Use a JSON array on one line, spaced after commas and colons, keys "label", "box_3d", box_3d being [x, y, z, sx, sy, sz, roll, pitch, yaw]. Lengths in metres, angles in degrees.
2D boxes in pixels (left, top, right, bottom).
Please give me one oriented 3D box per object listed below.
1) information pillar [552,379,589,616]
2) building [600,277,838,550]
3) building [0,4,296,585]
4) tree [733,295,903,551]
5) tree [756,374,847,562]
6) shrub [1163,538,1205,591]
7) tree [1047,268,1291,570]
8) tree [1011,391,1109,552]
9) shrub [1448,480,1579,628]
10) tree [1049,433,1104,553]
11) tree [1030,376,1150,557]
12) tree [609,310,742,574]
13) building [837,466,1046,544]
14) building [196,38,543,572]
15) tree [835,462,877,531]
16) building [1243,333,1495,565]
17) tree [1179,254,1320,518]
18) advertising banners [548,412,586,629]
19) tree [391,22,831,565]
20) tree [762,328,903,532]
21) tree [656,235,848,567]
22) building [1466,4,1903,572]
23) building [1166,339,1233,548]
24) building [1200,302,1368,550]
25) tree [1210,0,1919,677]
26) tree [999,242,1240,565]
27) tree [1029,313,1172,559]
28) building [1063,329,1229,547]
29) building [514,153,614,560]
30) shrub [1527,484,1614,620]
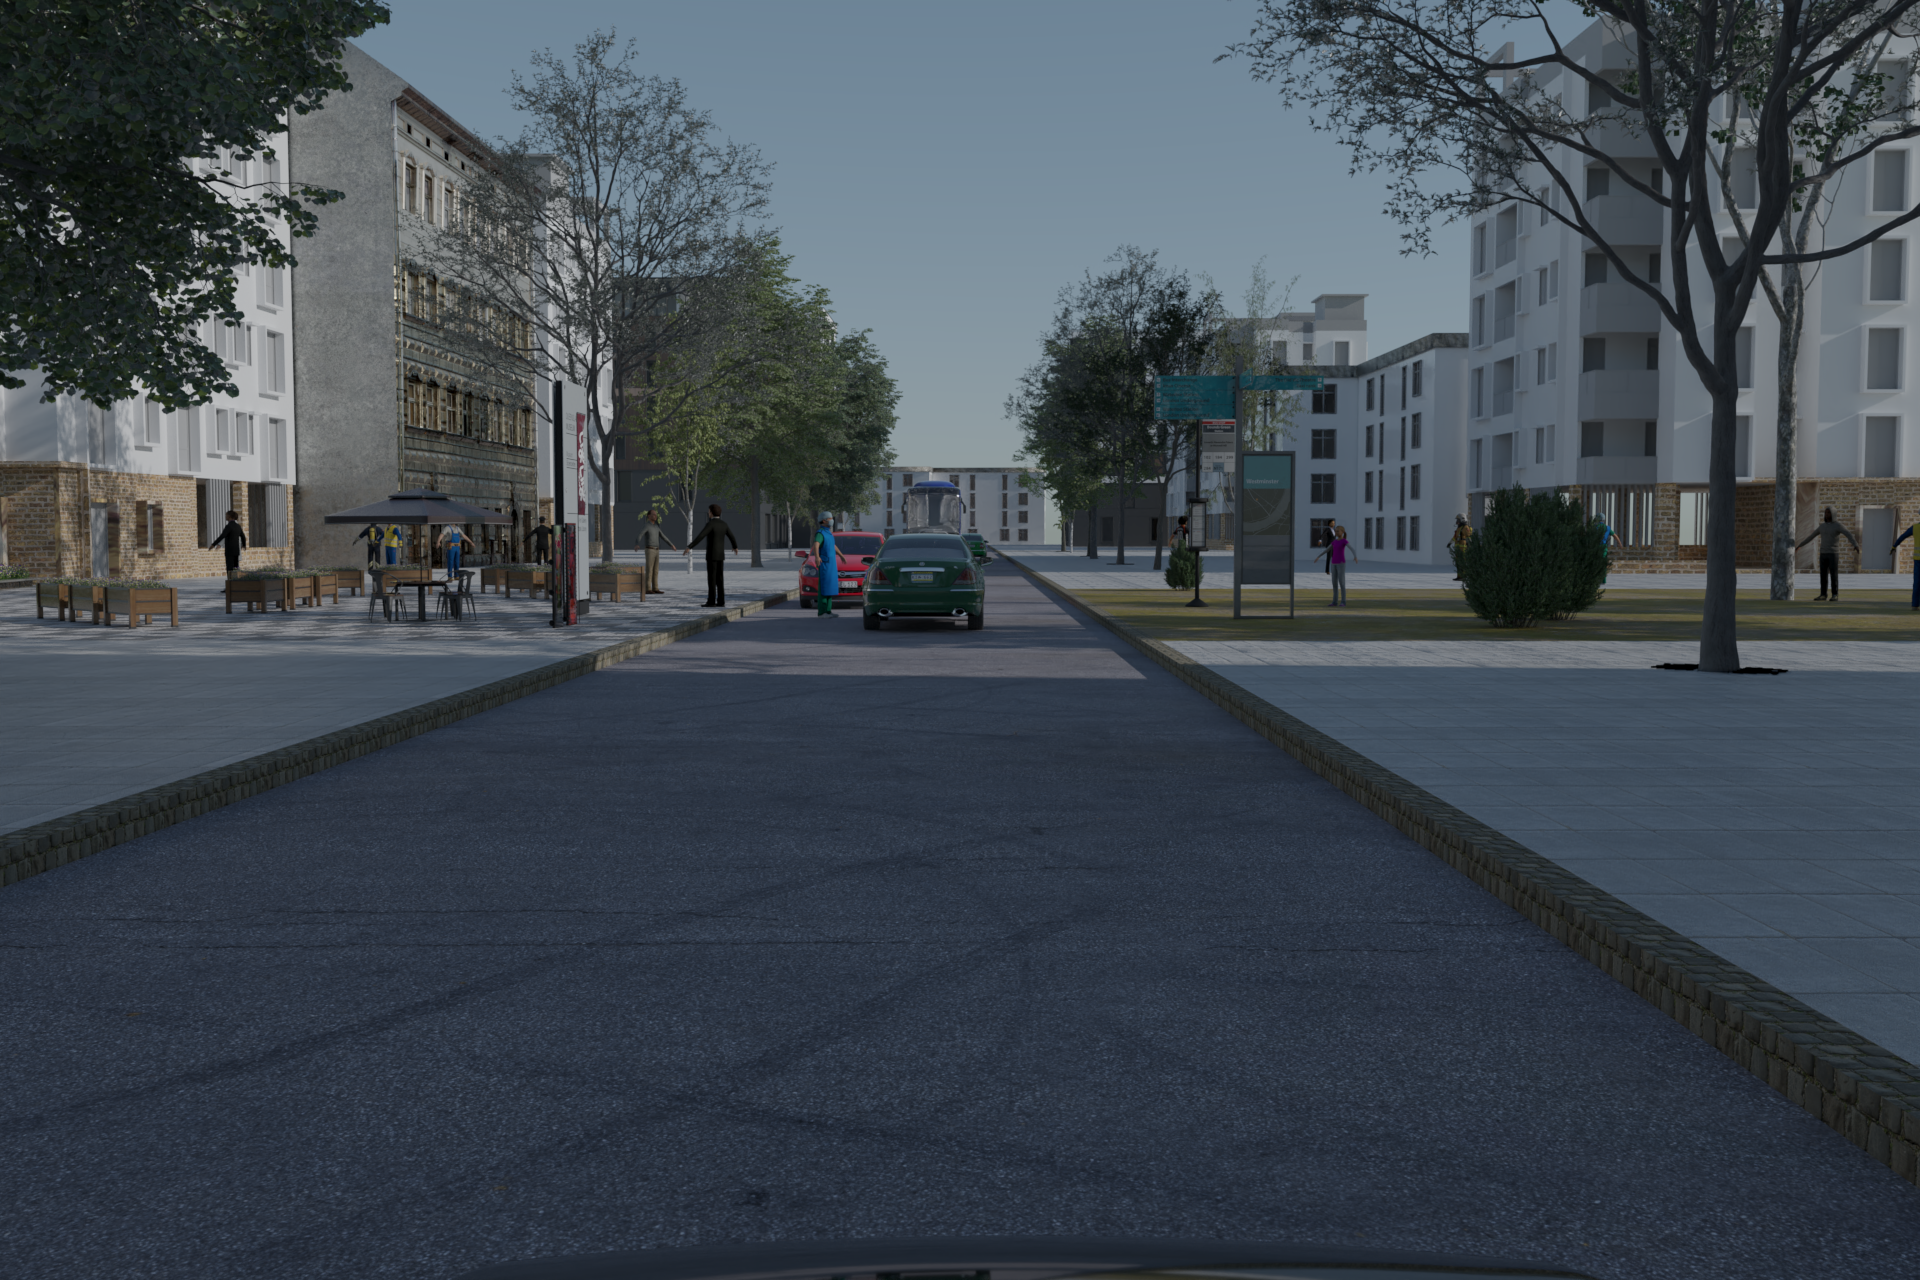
[{"label": "information pillar", "box_3d": [-6.098, -2.192, 27.158, 0.184, 3.620, 1.656, 0, 4, 0]}, {"label": "building", "box_3d": [-26.225, -18.977, 154.253, 27.936, 21.610, 32.646, 0, 4, 1]}, {"label": "building", "box_3d": [-27.441, -11.528, 44.910, 16.016, 20.090, 11.380, 0, 4, 1]}, {"label": "tree", "box_3d": [-7.691, -11.333, 91.951, 9.857, 13.997, 8.962, 0, 3, 0]}, {"label": "tree", "box_3d": [-8.072, -7.929, 80.008, 4.360, 8.622, 3.978, 0, 3, 0]}, {"label": "shrub", "box_3d": [5.064, -1.715, 39.159, 1.383, 1.207, 1.383, 0, 3, 0]}, {"label": "tree", "box_3d": [7.183, -7.773, 61.503, 8.767, 10.594, 7.601, -1, 4, -21]}, {"label": "tree", "box_3d": [7.545, -12.167, 124.684, 9.928, 11.665, 9.643, 0, 3, 0]}, {"label": "shrub", "box_3d": [7.621, -1.188, 23.840, 1.690, 2.028, 1.600, 0, 3, 0]}, {"label": "tree", "box_3d": [7.656, -10.214, 117.364, 4.737, 8.622, 4.395, 0, 3, 0]}, {"label": "tree", "box_3d": [7.540, -10.554, 98.313, 9.928, 11.665, 9.643, 0, 3, 0]}, {"label": "tree", "box_3d": [-8.819, -6.431, 55.513, 4.737, 8.622, 4.395, 0, 3, 0]}, {"label": "building", "box_3d": [-3.352, -16.575, 215.607, 28.070, 9.664, 9.099, 0, 4, 4]}, {"label": "building", "box_3d": [-28.111, -14.466, 67.443, 19.493, 23.208, 18.063, 0, 4, 1]}, {"label": "tree", "box_3d": [-8.519, -10.606, 123.762, 4.360, 8.622, 3.978, 0, 3, 0]}, {"label": "building", "box_3d": [20.485, -8.822, 86.379, 9.099, 9.664, 28.070, 0, 3, 0]}, {"label": "tree", "box_3d": [7.337, -5.859, 46.165, 4.360, 8.622, 3.978, 0, 3, 0]}, {"label": "advertising banners", "box_3d": [-5.492, -1.723, 24.357, 0.090, 3.025, 2.074, 0, 4, 1]}, {"label": "tree", "box_3d": [-8.838, -8.092, 42.666, 12.009, 13.543, 11.850, 0, 3, 0]}, {"label": "tree", "box_3d": [-8.277, -12.263, 107.150, 9.857, 13.997, 8.962, 0, 3, 0]}, {"label": "tree", "box_3d": [-7.911, -9.041, 65.948, 7.486, 12.596, 7.792, 0, 3, 0]}, {"label": "building", "box_3d": [25.581, -12.950, 68.152, 16.016, 20.090, 11.380, 0, 4, 0]}, {"label": "building", "box_3d": [24.948, -18.854, 164.686, 16.016, 20.090, 11.380, 0, 4, 1]}, {"label": "building", "box_3d": [25.878, -17.867, 148.545, 16.016, 20.090, 11.380, 0, 4, 1]}, {"label": "tree", "box_3d": [6.986, -6.442, 15.692, 12.009, 13.543, 11.850, 0, 3, 0]}, {"label": "tree", "box_3d": [6.869, -9.903, 72.289, 12.009, 13.543, 11.850, 0, 3, 0]}, {"label": "tree", "box_3d": [7.119, -10.436, 88.758, 7.486, 12.596, 7.792, 0, 3, 0]}, {"label": "building", "box_3d": [25.057, -21.116, 189.216, 27.936, 21.610, 32.646, 0, 4, 0]}, {"label": "building", "box_3d": [-25.128, -14.136, 87.541, 16.016, 20.090, 11.380, 0, 4, 0]}, {"label": "shrub", "box_3d": [8.907, -1.319, 25.993, 1.690, 2.028, 1.600, 0, 3, 0]}]
